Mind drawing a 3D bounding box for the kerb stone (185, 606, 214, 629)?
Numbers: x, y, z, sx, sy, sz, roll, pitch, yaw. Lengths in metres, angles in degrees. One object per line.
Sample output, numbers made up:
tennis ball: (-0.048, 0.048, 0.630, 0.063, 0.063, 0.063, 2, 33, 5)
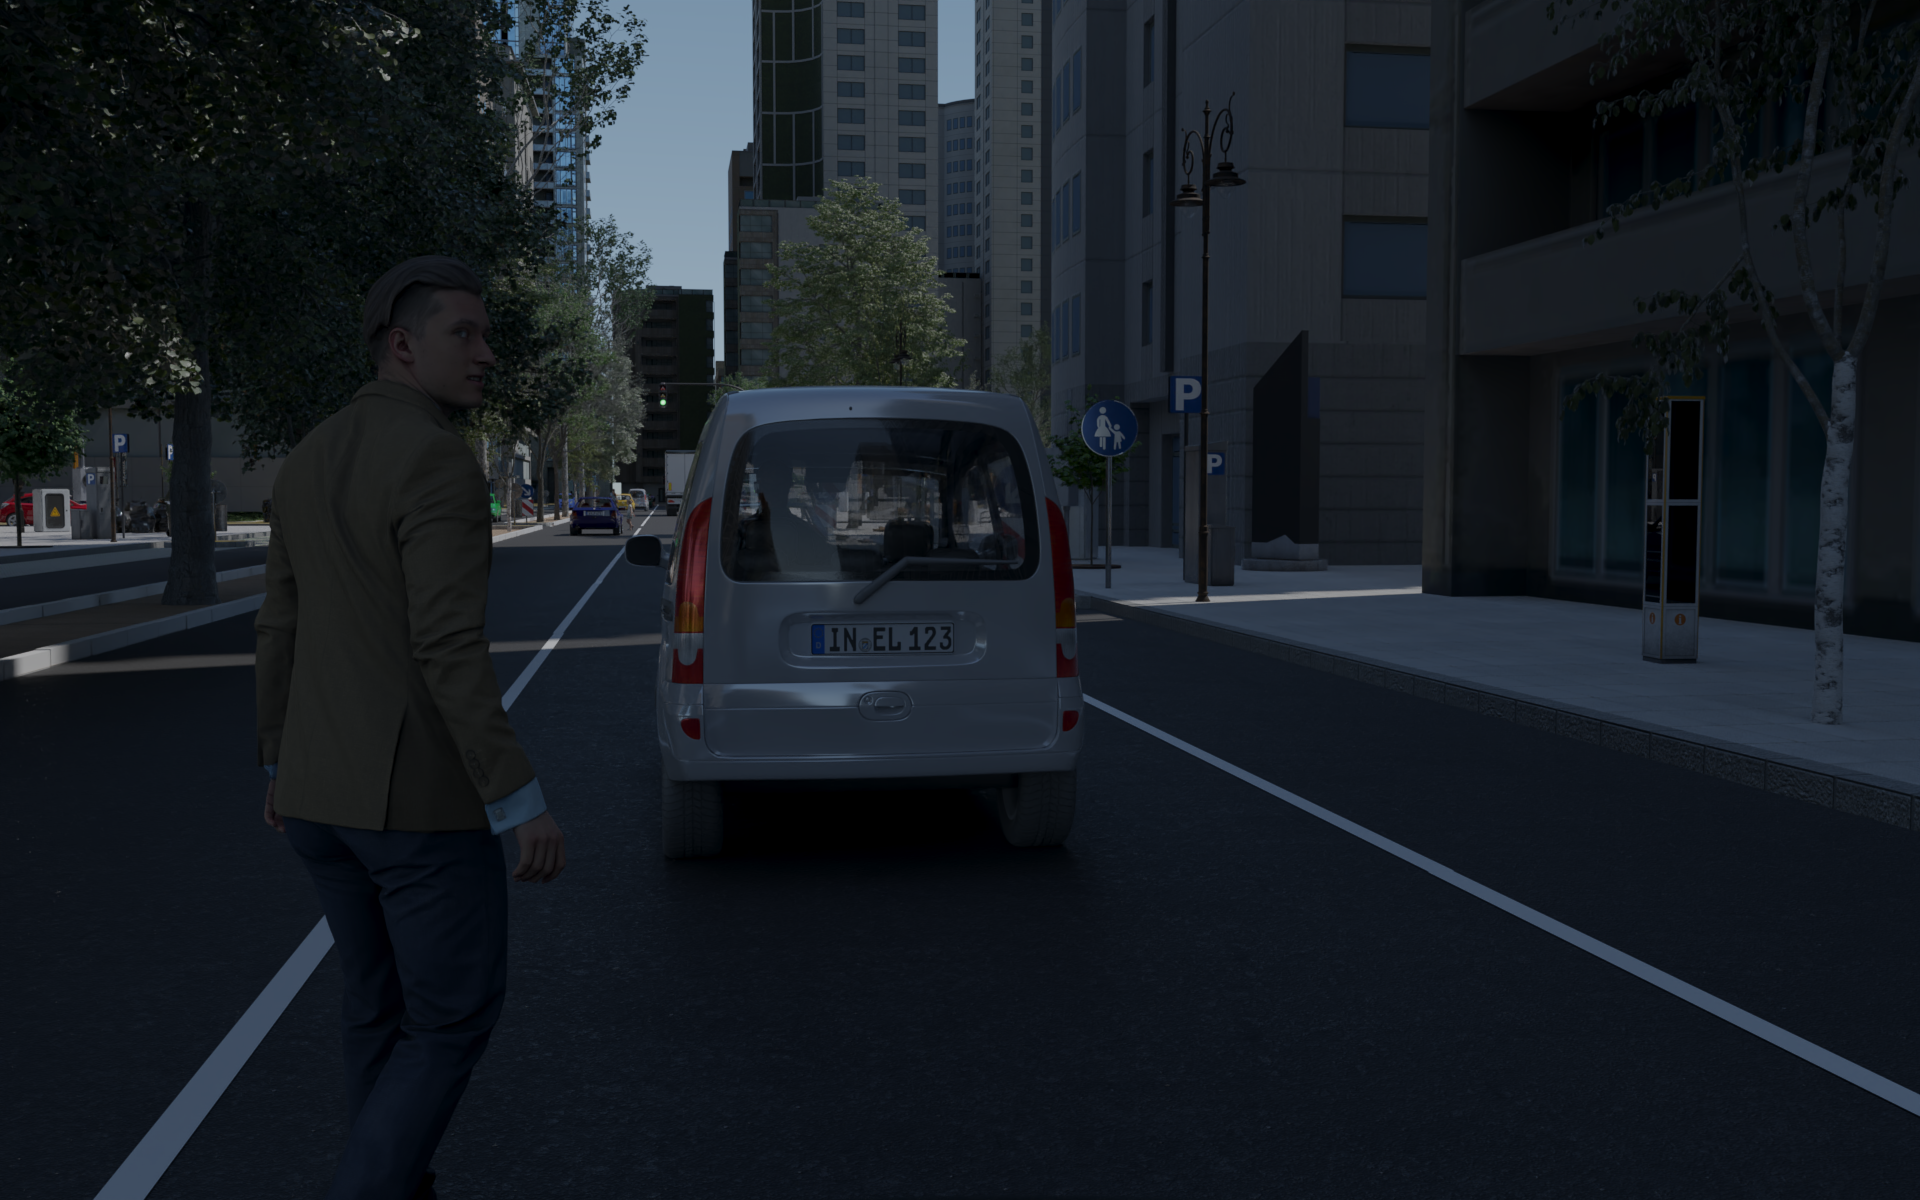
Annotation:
kerb stone: (-8.349, 0.203, 18.874, 0.120, 0.150, 1.000, -1, 4, -10)

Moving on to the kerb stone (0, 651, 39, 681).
kerb stone: (-7.498, 0.521, 13.817, 0.120, 0.150, 1.000, -1, 4, -10)

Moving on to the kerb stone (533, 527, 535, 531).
kerb stone: (-16.241, -2.644, 65.431, 0.120, 0.150, 1.000, -1, 4, -10)

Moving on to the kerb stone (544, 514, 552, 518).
kerb stone: (-25.254, -5.126, 106.013, 0.120, 0.150, 1.000, -1, 4, -10)

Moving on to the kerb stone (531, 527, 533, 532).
kerb stone: (-16.069, -2.582, 64.415, 0.120, 0.150, 1.000, -1, 4, -10)

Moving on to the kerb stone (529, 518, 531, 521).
kerb stone: (-22.504, -4.137, 89.835, 0.120, 0.150, 1.000, -1, 4, -10)

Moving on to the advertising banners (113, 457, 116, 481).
advertising banners: (-40.278, -5.223, 81.584, 2.074, 3.025, 0.090, 2, 4, 35)

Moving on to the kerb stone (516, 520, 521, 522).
kerb stone: (-21.480, -3.765, 83.759, 0.120, 0.150, 1.000, -1, 4, -10)

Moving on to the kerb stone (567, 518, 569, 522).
kerb stone: (-19.916, -3.973, 87.146, 0.120, 0.150, 1.000, -1, 4, -10)

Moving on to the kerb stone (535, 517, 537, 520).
kerb stone: (-23.189, -4.383, 93.875, 0.120, 0.150, 1.000, -1, 4, -10)

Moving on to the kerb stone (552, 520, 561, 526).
kerb stone: (-18.886, -3.594, 81.084, 0.120, 0.150, 1.000, -1, 4, -10)

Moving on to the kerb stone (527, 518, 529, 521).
kerb stone: (-22.330, -4.075, 88.823, 0.120, 0.150, 1.000, -1, 4, -10)

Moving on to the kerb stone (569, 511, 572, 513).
kerb stone: (-30.047, -6.858, 134.318, 0.120, 0.150, 1.000, -1, 4, -10)

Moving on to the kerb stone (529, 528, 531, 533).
kerb stone: (-15.901, -2.521, 63.407, 0.120, 0.150, 1.000, -1, 4, -10)

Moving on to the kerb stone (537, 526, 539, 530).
kerb stone: (-16.582, -2.761, 67.447, 0.120, 0.150, 1.000, -1, 4, -10)

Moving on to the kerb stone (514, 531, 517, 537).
kerb stone: (-14.873, -2.150, 57.340, 0.120, 0.150, 1.000, -1, 4, -10)

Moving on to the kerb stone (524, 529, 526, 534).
kerb stone: (-15.563, -2.392, 61.388, 0.120, 0.150, 1.000, -1, 4, -10)

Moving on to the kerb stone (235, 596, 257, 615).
kerb stone: (-8.696, 0.082, 20.897, 0.120, 0.150, 1.000, -1, 4, -10)

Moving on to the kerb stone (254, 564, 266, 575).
kerb stone: (-12.491, -0.519, 30.689, 0.120, 0.150, 1.000, -1, 4, -10)

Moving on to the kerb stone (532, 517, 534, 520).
kerb stone: (-22.847, -4.259, 91.854, 0.120, 0.150, 1.000, -1, 4, -10)

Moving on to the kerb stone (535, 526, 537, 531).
kerb stone: (-16.416, -2.703, 66.438, 0.120, 0.150, 1.000, -1, 4, -10)

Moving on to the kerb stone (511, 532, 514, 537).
kerb stone: (-14.699, -2.082, 56.320, 0.120, 0.150, 1.000, -1, 4, -10)

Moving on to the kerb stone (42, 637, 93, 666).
kerb stone: (-7.671, 0.451, 14.826, 0.120, 0.150, 1.000, -1, 4, -10)

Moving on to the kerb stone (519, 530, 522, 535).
kerb stone: (-15.202, -2.273, 59.357, 0.120, 0.150, 1.000, -1, 4, -10)

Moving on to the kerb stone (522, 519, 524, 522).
kerb stone: (-21.821, -3.889, 85.784, 0.120, 0.150, 1.000, -1, 4, -10)

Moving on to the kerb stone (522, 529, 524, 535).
kerb stone: (-15.391, -2.335, 60.369, 0.120, 0.150, 1.000, -1, 4, -10)

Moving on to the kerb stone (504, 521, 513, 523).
kerb stone: (-20.788, -3.518, 79.713, 0.120, 0.150, 1.000, -1, 4, -10)

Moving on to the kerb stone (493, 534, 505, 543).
kerb stone: (-14.181, -1.898, 53.289, 0.120, 0.150, 1.000, -1, 4, -10)

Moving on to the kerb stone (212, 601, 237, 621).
kerb stone: (-8.519, 0.142, 19.881, 0.120, 0.150, 1.000, -1, 4, -10)

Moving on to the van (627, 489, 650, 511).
van: (-27.088, -8.479, 145.650, 2.013, 2.044, 4.112, 0, 4, -8)

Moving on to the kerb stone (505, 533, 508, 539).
kerb stone: (-14.360, -1.963, 54.297, 0.120, 0.150, 1.000, -1, 4, -10)

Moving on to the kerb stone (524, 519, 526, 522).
kerb stone: (-21.989, -3.951, 86.793, 0.120, 0.150, 1.000, -1, 4, -10)

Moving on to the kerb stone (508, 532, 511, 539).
kerb stone: (-14.527, -2.025, 55.311, 0.120, 0.150, 1.000, -1, 4, -10)

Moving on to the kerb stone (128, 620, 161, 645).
kerb stone: (-8.013, 0.326, 16.857, 0.120, 0.150, 1.000, -1, 4, -10)

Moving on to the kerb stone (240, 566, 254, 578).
kerb stone: (-12.316, -0.457, 29.674, 0.120, 0.150, 1.000, -1, 4, -10)

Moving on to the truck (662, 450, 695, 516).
truck: (-18.635, -7.825, 116.851, 2.839, 4.237, 11.283, -1, 4, -10)

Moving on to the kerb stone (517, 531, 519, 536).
kerb stone: (-15.045, -2.211, 58.348, 0.120, 0.150, 1.000, -1, 4, -10)

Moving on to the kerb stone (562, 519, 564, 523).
kerb stone: (-19.236, -3.725, 83.098, 0.120, 0.150, 1.000, -1, 4, -10)

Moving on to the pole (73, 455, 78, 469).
pole: (-38.064, -4.939, 74.597, 0.158, 3.312, 0.155, 0, 3, 0)

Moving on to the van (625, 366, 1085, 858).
van: (-0.596, -0.078, 8.280, 2.013, 2.044, 4.112, -1, 4, -9)

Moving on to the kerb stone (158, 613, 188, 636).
kerb stone: (-8.187, 0.270, 17.865, 0.120, 0.150, 1.000, -1, 4, -10)

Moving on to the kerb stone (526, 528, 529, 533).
kerb stone: (-15.729, -2.458, 62.399, 0.120, 0.150, 1.000, -1, 4, -10)

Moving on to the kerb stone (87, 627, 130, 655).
kerb stone: (-7.840, 0.388, 15.849, 0.120, 0.150, 1.000, -1, 4, -10)

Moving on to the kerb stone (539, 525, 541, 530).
kerb stone: (-16.758, -2.827, 68.453, 0.120, 0.150, 1.000, -1, 4, -10)

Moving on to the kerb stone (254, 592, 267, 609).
kerb stone: (-8.869, 0.018, 21.907, 0.120, 0.150, 1.000, -1, 4, -10)
